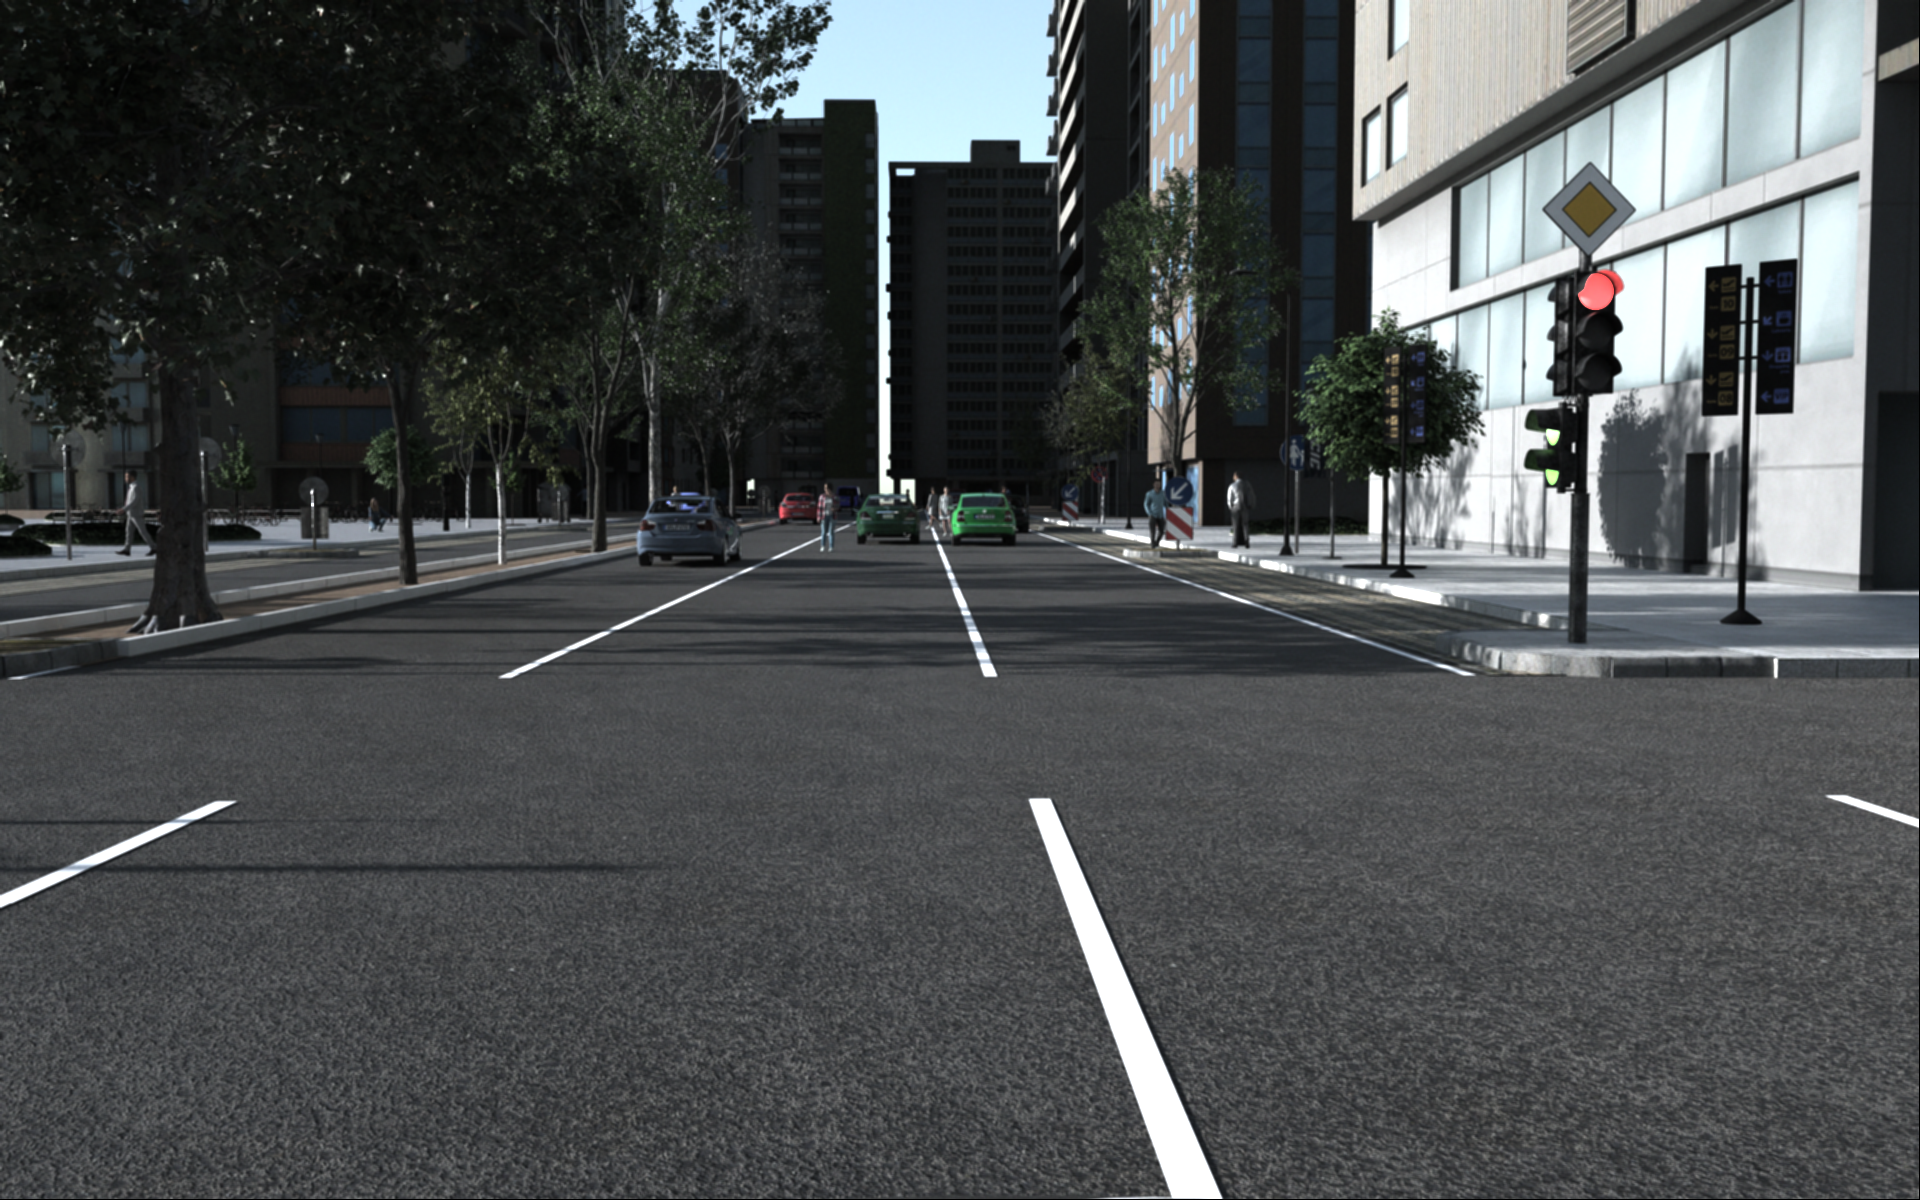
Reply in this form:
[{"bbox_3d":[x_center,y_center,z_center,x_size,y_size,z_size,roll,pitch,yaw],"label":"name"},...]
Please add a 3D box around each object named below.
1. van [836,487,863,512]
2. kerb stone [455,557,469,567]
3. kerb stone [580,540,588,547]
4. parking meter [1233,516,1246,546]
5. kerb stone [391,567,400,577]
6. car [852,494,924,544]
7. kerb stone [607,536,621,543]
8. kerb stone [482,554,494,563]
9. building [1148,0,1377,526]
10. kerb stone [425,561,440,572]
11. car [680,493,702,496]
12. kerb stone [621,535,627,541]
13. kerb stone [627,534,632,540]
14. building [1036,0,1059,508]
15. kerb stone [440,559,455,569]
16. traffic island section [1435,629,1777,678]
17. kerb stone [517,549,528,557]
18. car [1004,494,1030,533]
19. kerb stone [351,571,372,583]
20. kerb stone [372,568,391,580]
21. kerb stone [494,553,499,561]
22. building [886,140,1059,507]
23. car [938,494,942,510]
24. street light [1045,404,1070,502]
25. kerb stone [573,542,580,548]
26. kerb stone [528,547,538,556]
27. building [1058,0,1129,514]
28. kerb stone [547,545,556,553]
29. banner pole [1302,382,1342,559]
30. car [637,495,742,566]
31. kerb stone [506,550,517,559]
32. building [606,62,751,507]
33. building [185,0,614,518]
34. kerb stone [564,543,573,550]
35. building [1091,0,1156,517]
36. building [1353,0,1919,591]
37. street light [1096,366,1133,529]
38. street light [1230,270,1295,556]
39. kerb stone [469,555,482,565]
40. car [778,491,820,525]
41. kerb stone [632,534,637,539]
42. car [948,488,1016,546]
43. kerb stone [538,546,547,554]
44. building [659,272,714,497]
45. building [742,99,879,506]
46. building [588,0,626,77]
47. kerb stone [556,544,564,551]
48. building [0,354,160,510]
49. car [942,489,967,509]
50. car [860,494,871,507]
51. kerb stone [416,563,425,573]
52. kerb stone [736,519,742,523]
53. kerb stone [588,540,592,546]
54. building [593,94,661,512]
[{"bbox_3d":[-9.110,-8.411,141.897,2.240,2.365,5.245,0,4,-2],"label":"van"},{"bbox_3d":[-9.906,-0.729,34.110,0.120,0.150,1.000,0,4,-1],"label":"kerb stone"},{"bbox_3d":[-10.195,-1.482,46.431,0.120,0.150,1.000,0,4,-1],"label":"kerb stone"},{"bbox_3d":[7.009,-2.129,43.222,0.372,1.533,0.369,0,3,0],"label":"parking meter"},{"bbox_3d":[-9.809,-0.478,30.013,0.120,0.150,1.000,0,4,-1],"label":"kerb stone"},{"bbox_3d":[-2.118,-2.402,51.069,2.131,1.459,4.920,0,4,-2],"label":"car"},{"bbox_3d":[-10.325,-1.796,51.558,0.120,0.150,1.000,0,4,-1],"label":"kerb stone"},{"bbox_3d":[-9.960,-0.855,36.172,0.120,0.150,1.000,0,4,-1],"label":"kerb stone"},{"bbox_3d":[15.996,-25.938,74.201,14.600,45.320,14.200,0,4,-1],"label":"building"},{"bbox_3d":[-9.865,-0.602,32.059,0.120,0.150,1.000,0,4,-1],"label":"kerb stone"},{"bbox_3d":[-13.124,-4.525,83.569,1.945,1.707,3.694,0,4,-2],"label":"car"},{"bbox_3d":[-10.339,-1.857,52.581,0.120,0.150,1.000,0,4,-1],"label":"kerb stone"},{"bbox_3d":[-10.372,-1.921,53.602,0.120,0.150,1.000,0,4,-1],"label":"kerb stone"},{"bbox_3d":[18.943,-32.271,147.232,23.786,49.044,30.456,0,4,-1],"label":"building"},{"bbox_3d":[-9.891,-0.666,33.081,0.120,0.150,1.000,0,4,-1],"label":"kerb stone"},{"bbox_3d":[5.354,0.448,14.962,2.009,0.180,2.903,0,4,-1],"label":"traffic island section"},{"bbox_3d":[-10.028,-1.044,39.259,0.120,0.150,1.000,0,4,-1],"label":"kerb stone"},{"bbox_3d":[1.639,-3.367,64.831,2.009,1.686,4.222,0,4,-2],"label":"car"},{"bbox_3d":[-9.764,-0.353,27.969,0.120,0.150,1.000,0,4,-1],"label":"kerb stone"},{"bbox_3d":[-9.787,-0.414,28.991,0.120,0.150,1.000,0,4,-1],"label":"kerb stone"},{"bbox_3d":[-9.977,-0.918,37.203,0.120,0.150,1.000,0,4,-1],"label":"kerb stone"},{"bbox_3d":[3.863,-30.631,192.697,23.993,40.220,32.217,0,4,-1],"label":"building"},{"bbox_3d":[-1.291,-8.868,155.216,2.015,1.641,3.980,0,4,0],"label":"car"},{"bbox_3d":[5.096,-7.172,89.796,1.470,5.913,1.316,0,4,-1],"label":"street light"},{"bbox_3d":[-10.179,-1.417,45.409,0.120,0.150,1.000,0,4,-1],"label":"kerb stone"},{"bbox_3d":[-10.057,-1.106,40.283,0.120,0.150,1.000,0,4,-1],"label":"kerb stone"},{"bbox_3d":[18.375,-30.419,121.056,21.300,48.544,21.600,0,4,-1],"label":"building"},{"bbox_3d":[-10.102,-1.229,42.327,0.120,0.150,1.000,0,4,-1],"label":"kerb stone"},{"bbox_3d":[7.158,-2.703,34.207,0.863,3.779,0.401,-1,4,-13],"label":"banner pole"},{"bbox_3d":[-5.563,-1.457,35.830,2.014,1.417,4.499,0,4,-1],"label":"car"},{"bbox_3d":[-10.015,-0.980,38.237,0.120,0.150,1.000,0,4,-1],"label":"kerb stone"},{"bbox_3d":[-29.779,-32.608,183.257,14.200,45.320,14.600,0,4,-1],"label":"building"},{"bbox_3d":[-33.296,-27.440,103.268,22.147,44.769,28.867,0,4,-1],"label":"building"},{"bbox_3d":[-10.153,-1.356,44.371,0.120,0.150,1.000,0,4,-1],"label":"kerb stone"},{"bbox_3d":[18.899,-40.431,99.306,20.563,71.187,20.611,0,4,-1],"label":"building"},{"bbox_3d":[23.831,-27.114,32.555,27.495,52.752,28.713,0,4,-1],"label":"building"},{"bbox_3d":[5.613,-5.526,62.884,1.470,5.913,1.316,0,4,-1],"label":"street light"},{"bbox_3d":[6.282,-3.882,36.006,1.470,5.913,1.316,0,4,-1],"label":"street light"},{"bbox_3d":[-9.937,-0.786,35.147,0.120,0.150,1.000,0,4,-1],"label":"kerb stone"},{"bbox_3d":[-7.560,-4.453,81.848,2.155,1.783,4.494,0,4,-3],"label":"car"},{"bbox_3d":[-10.392,-1.983,54.624,0.120,0.150,1.000,0,4,-1],"label":"kerb stone"},{"bbox_3d":[0.636,-2.482,49.380,1.959,1.807,4.718,0,4,-1],"label":"car"},{"bbox_3d":[-10.082,-1.169,41.305,0.120,0.150,1.000,0,4,-1],"label":"kerb stone"},{"bbox_3d":[-37.313,-18.587,148.945,28.899,21.520,27.650,0,4,-1],"label":"building"},{"bbox_3d":[-15.573,-30.541,182.946,14.086,41.232,14.154,0,4,-1],"label":"building"},{"bbox_3d":[-47.453,-45.649,184.616,20.611,71.187,20.563,0,4,-1],"label":"building"},{"bbox_3d":[-10.127,-1.288,43.350,0.120,0.150,1.000,0,4,-1],"label":"kerb stone"},{"bbox_3d":[-67.010,-32.354,148.604,30.456,49.044,23.786,0,4,-1],"label":"building"},{"bbox_3d":[-0.280,-7.579,132.591,2.281,1.827,5.304,0,4,-1],"label":"car"},{"bbox_3d":[-8.447,-8.850,156.694,2.014,1.417,4.499,0,4,-2],"label":"car"},{"bbox_3d":[-9.834,-0.541,31.034,0.120,0.150,1.000,0,4,-1],"label":"kerb stone"},{"bbox_3d":[-11.197,-4.049,88.421,0.120,0.150,1.000,0,4,-1],"label":"kerb stone"},{"bbox_3d":[-10.227,-1.545,47.453,0.120,0.150,1.000,0,4,-1],"label":"kerb stone"},{"bbox_3d":[-29.808,-21.633,125.397,14.160,30.474,14.107,0,4,-1],"label":"building"}]
